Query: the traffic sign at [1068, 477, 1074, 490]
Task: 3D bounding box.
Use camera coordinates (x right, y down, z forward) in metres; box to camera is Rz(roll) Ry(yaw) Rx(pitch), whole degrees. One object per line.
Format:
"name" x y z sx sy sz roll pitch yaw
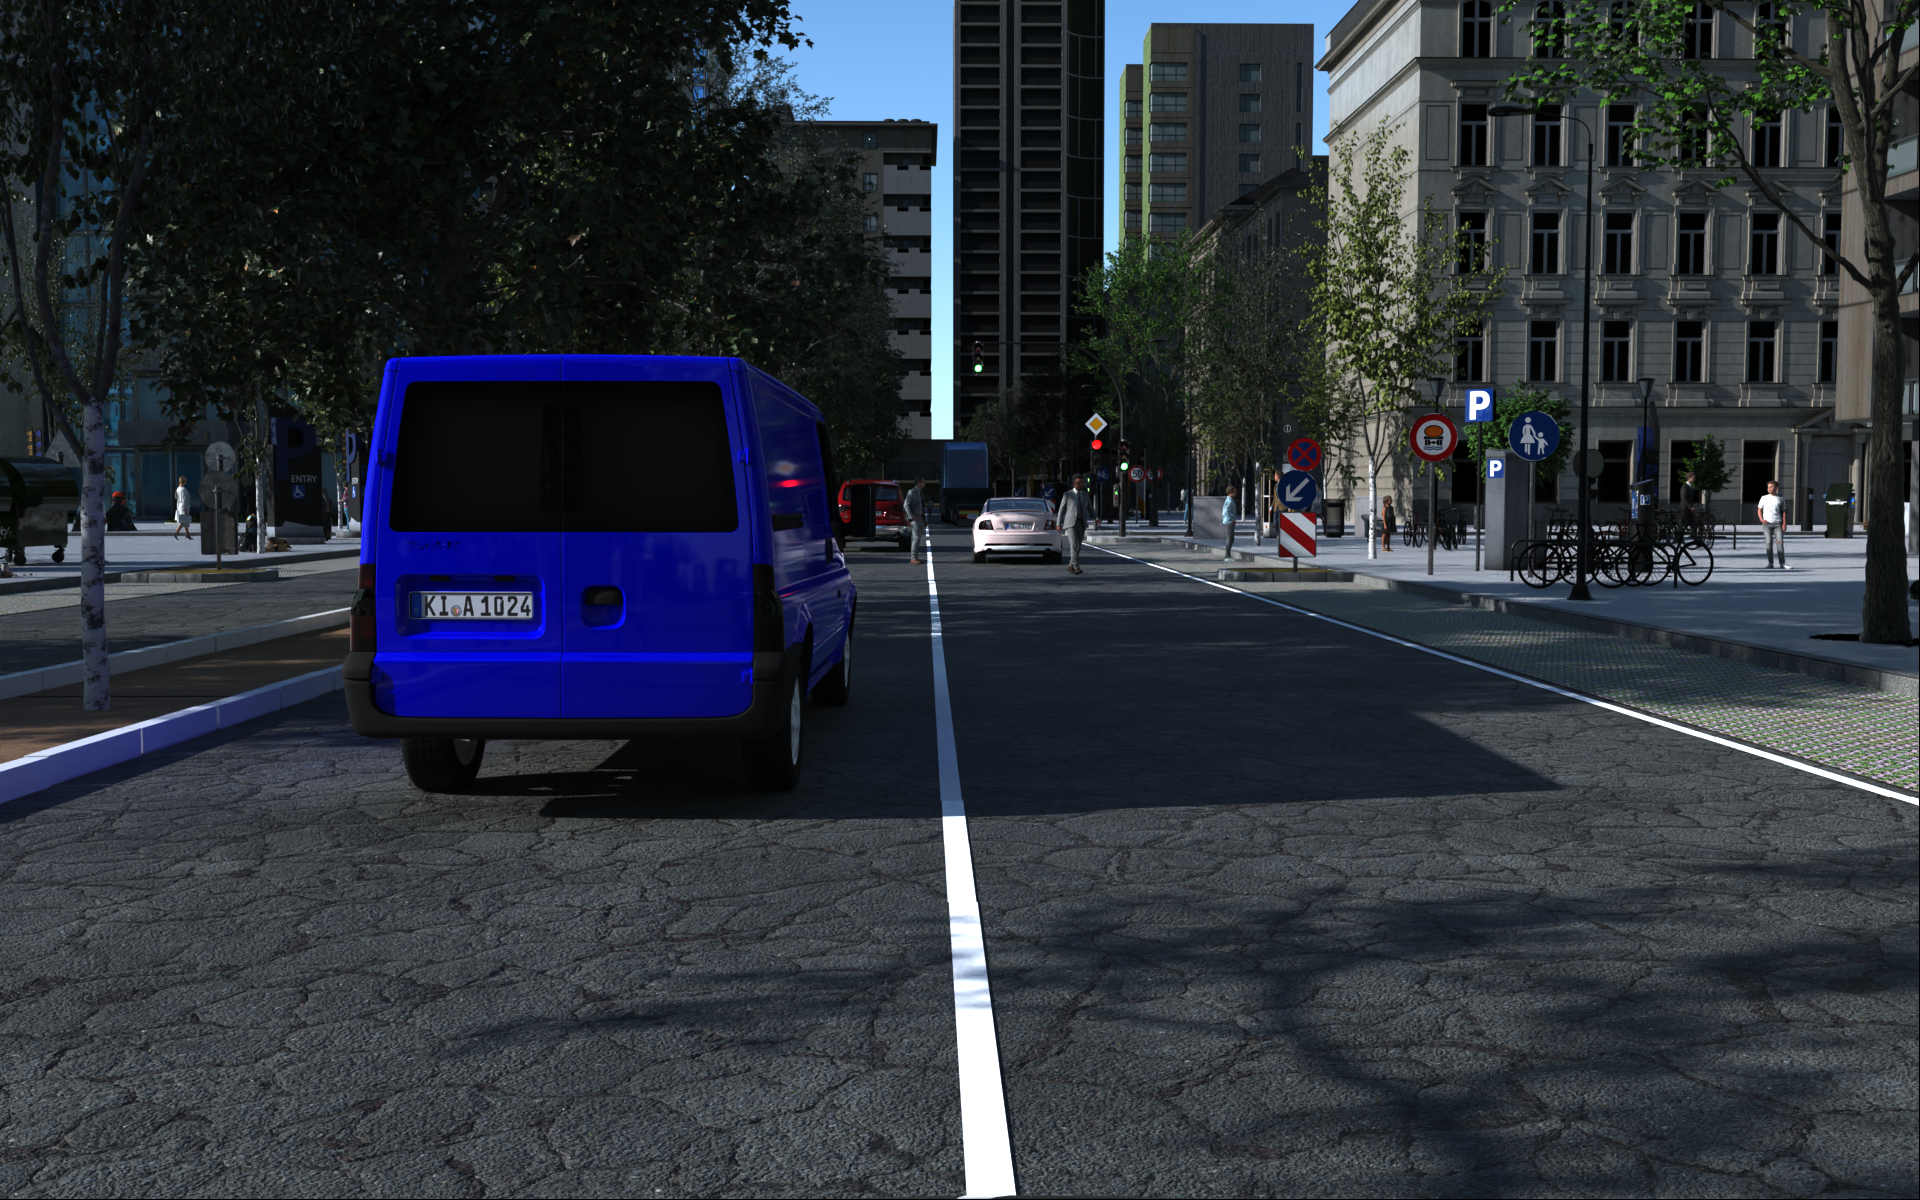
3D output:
"traffic sign" 6.673 -6.135 102.435 0.606 2.300 0.079 0 4 -1

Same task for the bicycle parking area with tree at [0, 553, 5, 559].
"bicycle parking area with tree" -22.774 -2.689 30.972 8.231 4.147 9.016 2 4 25

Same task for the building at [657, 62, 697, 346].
"building" -42.979 -36.372 183.913 27.495 52.752 28.713 0 4 -1

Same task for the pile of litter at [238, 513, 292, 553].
"pile of litter" -15.485 -1.516 38.746 1.176 0.858 1.719 1 4 13

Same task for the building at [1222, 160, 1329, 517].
"building" 22.405 -15.724 106.231 9.793 20.994 18.267 0 4 -1

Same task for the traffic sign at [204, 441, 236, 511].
"traffic sign" -17.881 -2.554 41.856 0.768 2.556 0.104 0 4 4

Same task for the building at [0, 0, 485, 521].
"building" -39.274 -29.061 94.761 23.786 49.044 30.456 0 4 -1

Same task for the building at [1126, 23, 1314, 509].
"building" 23.030 -28.809 154.620 14.154 41.232 14.086 0 4 -1

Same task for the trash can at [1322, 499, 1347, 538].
"trash can" 11.054 -2.418 51.190 0.748 1.137 0.748 0 3 0

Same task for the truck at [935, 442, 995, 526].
"truck" 0.583 -5.782 84.298 2.967 4.110 18.799 0 4 -3

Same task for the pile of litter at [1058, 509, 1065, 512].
"pile of litter" 7.099 -6.791 124.998 1.176 0.858 1.719 -3 4 -38

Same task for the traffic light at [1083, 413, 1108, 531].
"traffic light" 4.677 -4.339 59.857 0.839 4.253 0.868 0 4 -1

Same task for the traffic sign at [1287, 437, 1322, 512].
"traffic sign" 7.694 -2.365 38.775 0.768 2.556 0.104 0 4 4

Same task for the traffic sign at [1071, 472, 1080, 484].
"traffic sign" 6.854 -6.246 102.225 0.768 2.556 0.104 0 4 8

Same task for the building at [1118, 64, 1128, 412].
"building" 22.248 -29.668 168.666 14.154 41.232 14.086 0 4 -1

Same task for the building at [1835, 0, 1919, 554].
"building" 25.935 -21.398 33.452 14.154 41.232 14.086 0 4 -1

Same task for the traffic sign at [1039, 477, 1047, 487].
"traffic sign" 6.604 -8.269 135.209 0.884 2.594 0.081 0 4 6

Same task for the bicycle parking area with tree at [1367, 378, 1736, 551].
"bicycle parking area with tree" 14.330 -3.407 42.710 8.231 4.147 9.016 1 4 12

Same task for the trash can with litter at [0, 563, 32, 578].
"trash can with litter" -15.437 -0.935 26.342 2.233 1.210 1.678 -2 4 -24

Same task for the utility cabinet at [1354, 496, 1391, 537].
"utility cabinet" 12.333 -2.482 51.739 1.020 1.237 0.306 2 4 26

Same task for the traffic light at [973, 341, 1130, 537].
"traffic light" 2.754 -4.711 51.689 4.771 5.953 1.251 0 4 -1

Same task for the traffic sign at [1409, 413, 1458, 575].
"traffic sign" 7.456 -1.667 27.364 0.768 2.556 0.104 0 4 0

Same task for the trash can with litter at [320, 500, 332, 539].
"trash can with litter" -18.063 -2.292 48.860 0.624 1.170 1.055 -2 4 -27

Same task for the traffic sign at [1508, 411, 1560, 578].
"traffic sign" 8.766 -1.616 26.535 0.768 2.556 0.104 0 4 5

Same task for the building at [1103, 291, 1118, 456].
"building" 26.811 -28.474 237.253 14.107 30.474 14.160 0 4 -1

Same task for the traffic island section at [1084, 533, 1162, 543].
"traffic island section" 4.884 -1.817 51.988 2.009 0.180 2.903 0 4 -1

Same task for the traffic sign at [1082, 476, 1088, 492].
"traffic sign" 8.377 -7.057 115.482 0.768 2.556 0.104 1 4 8

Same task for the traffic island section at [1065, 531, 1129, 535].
"traffic island section" 4.718 -2.305 59.972 2.009 0.180 2.903 0 4 -1

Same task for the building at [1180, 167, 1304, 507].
"building" 22.500 -18.126 125.230 11.050 23.489 19.941 0 4 -1

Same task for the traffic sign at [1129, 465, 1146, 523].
"traffic sign" 7.793 -4.655 76.213 0.768 2.556 0.104 0 4 4

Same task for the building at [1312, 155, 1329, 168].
"building" 31.173 -30.360 188.264 32.217 40.220 23.993 0 4 -1

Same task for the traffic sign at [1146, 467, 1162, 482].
"traffic sign" 8.687 -4.747 77.713 0.768 2.556 0.104 0 4 7

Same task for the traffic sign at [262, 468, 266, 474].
"traffic sign" -18.586 -2.889 47.233 0.884 2.594 0.081 0 4 2

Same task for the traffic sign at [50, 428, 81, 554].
"traffic sign" -17.822 -2.098 34.311 0.884 2.594 0.081 0 4 2

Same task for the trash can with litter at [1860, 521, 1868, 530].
"trash can with litter" 32.707 -3.081 61.756 1.055 1.170 0.624 2 4 24

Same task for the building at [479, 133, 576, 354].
"building" -35.150 -21.648 125.645 14.160 30.474 14.107 0 4 -1

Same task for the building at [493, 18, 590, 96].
"building" -35.408 -30.922 155.689 14.600 45.320 14.200 0 4 -1

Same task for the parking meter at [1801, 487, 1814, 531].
"parking meter" 29.277 -3.145 59.835 0.372 1.533 0.369 0 3 0

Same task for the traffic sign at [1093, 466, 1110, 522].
"traffic sign" 6.396 -4.791 78.445 0.768 2.556 0.104 0 4 7

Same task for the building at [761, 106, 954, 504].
"building" -14.803 -39.979 242.899 27.495 52.752 28.713 0 4 -1

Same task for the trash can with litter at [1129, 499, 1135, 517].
"trash can with litter" 9.429 -5.285 97.795 0.624 1.170 1.055 3 4 36

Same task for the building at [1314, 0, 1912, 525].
"building" 39.820 -18.474 78.462 44.131 29.872 17.030 0 4 -1

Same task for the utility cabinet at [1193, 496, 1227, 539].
"utility cabinet" 7.149 -2.326 49.190 1.020 1.237 0.306 1 4 15

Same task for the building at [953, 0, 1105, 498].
"building" 9.398 -48.940 238.426 20.611 71.187 20.563 0 4 -1

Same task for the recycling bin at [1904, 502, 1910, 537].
"recycling bin" 28.555 -2.439 52.424 0.722 1.027 0.722 -3 4 -37

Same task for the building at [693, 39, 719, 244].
"building" -44.946 -56.606 238.176 31.000 86.520 22.319 0 4 -1

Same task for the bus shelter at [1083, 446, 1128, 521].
"bus shelter" 7.315 -5.852 86.965 1.731 3.624 6.357 0 4 -1

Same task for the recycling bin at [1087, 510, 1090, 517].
"recycling bin" 7.327 -5.188 97.386 0.722 1.027 0.722 0 4 5

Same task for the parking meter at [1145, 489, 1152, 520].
"parking meter" 9.378 -4.731 85.763 0.372 1.533 0.369 0 3 0

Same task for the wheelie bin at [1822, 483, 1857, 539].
"wheelie bin" 25.459 -2.582 50.121 0.693 1.594 0.980 -3 5 -41
